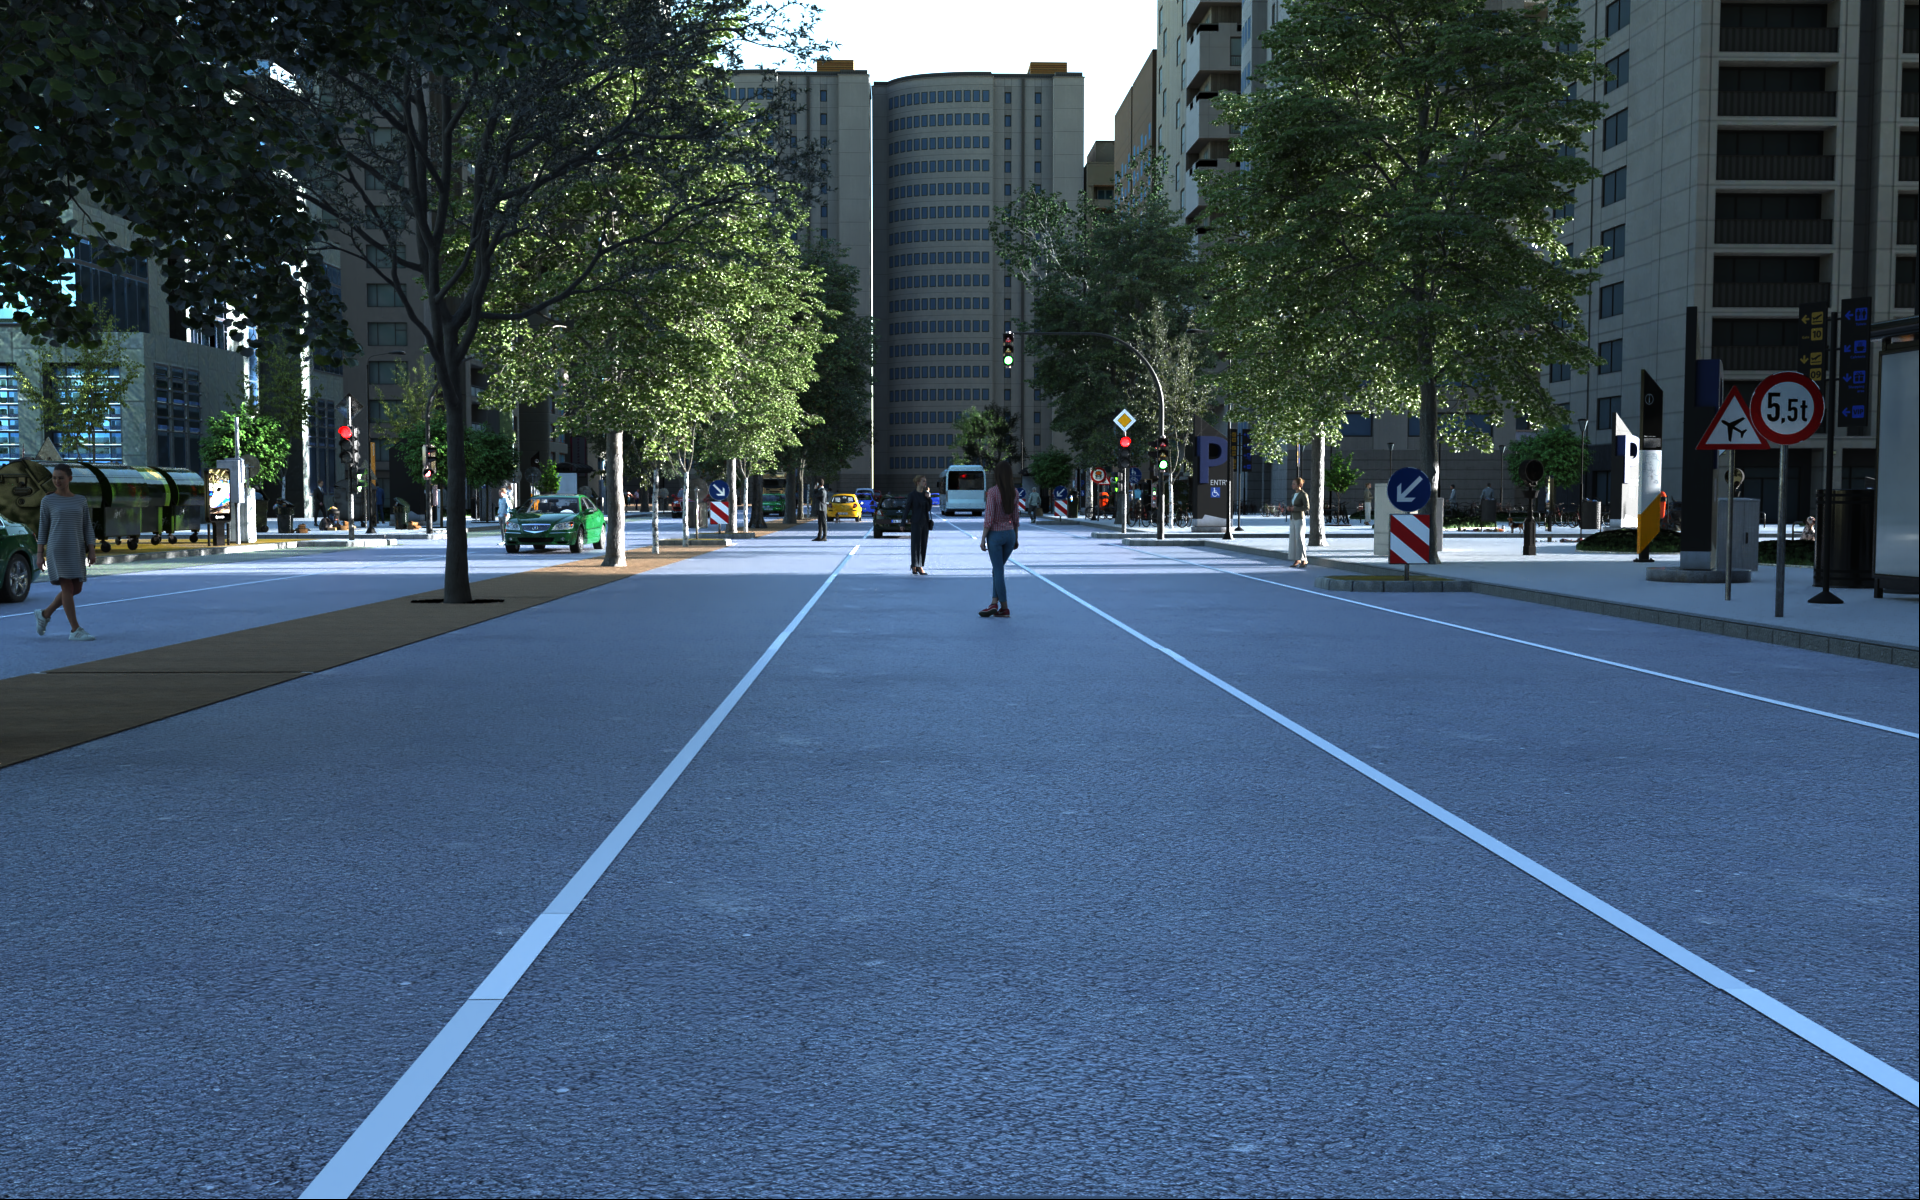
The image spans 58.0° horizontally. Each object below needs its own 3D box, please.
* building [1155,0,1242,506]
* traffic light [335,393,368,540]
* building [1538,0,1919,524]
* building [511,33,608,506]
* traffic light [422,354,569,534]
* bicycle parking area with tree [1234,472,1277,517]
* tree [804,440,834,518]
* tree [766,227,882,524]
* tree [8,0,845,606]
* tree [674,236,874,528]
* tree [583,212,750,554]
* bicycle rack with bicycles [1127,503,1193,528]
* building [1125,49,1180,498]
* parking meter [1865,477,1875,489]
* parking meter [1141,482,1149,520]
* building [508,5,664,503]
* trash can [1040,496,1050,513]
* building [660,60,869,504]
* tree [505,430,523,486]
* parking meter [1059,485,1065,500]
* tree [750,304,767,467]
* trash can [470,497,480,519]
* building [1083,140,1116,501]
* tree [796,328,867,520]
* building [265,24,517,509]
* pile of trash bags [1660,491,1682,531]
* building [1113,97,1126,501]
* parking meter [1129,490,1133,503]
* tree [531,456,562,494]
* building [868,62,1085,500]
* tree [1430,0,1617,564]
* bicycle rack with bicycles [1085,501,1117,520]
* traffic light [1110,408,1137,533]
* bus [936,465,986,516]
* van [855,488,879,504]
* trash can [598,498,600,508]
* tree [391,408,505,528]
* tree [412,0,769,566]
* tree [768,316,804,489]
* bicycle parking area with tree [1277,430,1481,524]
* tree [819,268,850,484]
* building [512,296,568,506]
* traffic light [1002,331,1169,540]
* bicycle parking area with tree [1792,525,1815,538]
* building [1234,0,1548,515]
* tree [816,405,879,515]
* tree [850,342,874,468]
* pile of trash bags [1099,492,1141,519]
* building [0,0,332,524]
[{"bbox_3d":[32.359,-34.396,151.614,28.713,52.752,27.495,0,4,-2],"label":"building"},{"bbox_3d":[-16.906,-3.617,48.057,0.839,4.253,0.868,0,4,-2],"label":"traffic light"},{"bbox_3d":[41.621,-39.329,81.289,20.611,71.187,20.563,0,4,-2],"label":"building"},{"bbox_3d":[-49.034,-34.104,181.305,21.600,48.544,21.300,0,4,-2],"label":"building"},{"bbox_3d":[-15.093,-4.983,56.144,4.771,5.953,1.251,0,4,-2],"label":"traffic light"},{"bbox_3d":[21.732,-6.792,98.046,8.231,4.147,9.016,3,5,45],"label":"bicycle parking area with tree"},{"bbox_3d":[-9.082,-9.205,103.327,4.360,8.622,3.978,0,3,0],"label":"tree"},{"bbox_3d":[-8.175,-10.619,82.737,9.857,13.997,8.962,0,3,0],"label":"tree"},{"bbox_3d":[-6.553,-6.688,22.168,12.009,13.543,11.850,0,3,0],"label":"tree"},{"bbox_3d":[-8.463,-9.328,71.977,9.611,12.733,9.660,0,3,0],"label":"tree"},{"bbox_3d":[-7.299,-5.415,41.357,4.360,8.622,3.978,0,3,0],"label":"tree"},{"bbox_3d":[8.128,-3.282,67.044,2.852,0.926,2.925,-1,4,-23],"label":"bicycle rack with bicycles"},{"bbox_3d":[24.870,-31.945,172.405,14.600,45.320,14.200,0,4,-2],"label":"building"},{"bbox_3d":[30.879,-3.240,58.680,0.255,1.863,0.399,-3,4,-37],"label":"parking meter"},{"bbox_3d":[9.026,-4.821,84.532,0.255,1.863,0.399,-1,4,-15],"label":"parking meter"},{"bbox_3d":[-50.876,-48.873,237.326,20.611,71.187,20.563,0,4,-2],"label":"building"},{"bbox_3d":[5.713,-6.427,116.737,0.748,1.137,0.748,0,3,0],"label":"trash can"},{"bbox_3d":[-26.249,-42.579,238.172,28.212,58.520,21.231,0,4,-2],"label":"building"},{"bbox_3d":[-21.130,-5.704,76.967,4.285,4.588,4.351,0,3,0],"label":"tree"},{"bbox_3d":[6.373,-6.266,108.156,0.399,1.863,0.255,1,4,12],"label":"parking meter"},{"bbox_3d":[-7.480,-5.763,47.042,4.360,8.622,3.978,0,3,0],"label":"tree"},{"bbox_3d":[-25.136,-4.797,90.089,0.748,1.137,0.748,0,3,0],"label":"trash can"},{"bbox_3d":[26.895,-37.726,240.519,21.600,48.544,21.300,0,4,-2],"label":"building"},{"bbox_3d":[-8.687,-10.196,94.912,9.928,11.665,9.643,0,3,0],"label":"tree"},{"bbox_3d":[-39.526,-26.673,119.693,14.154,41.232,14.086,0,4,-2],"label":"building"},{"bbox_3d":[24.215,-3.086,60.205,1.912,1.369,3.447,1,4,17],"label":"pile of trash bags"},{"bbox_3d":[24.341,-32.852,187.240,14.600,45.320,14.200,0,4,-2],"label":"building"},{"bbox_3d":[9.737,-5.551,99.172,0.372,1.533,0.369,0,3,0],"label":"parking meter"},{"bbox_3d":[-20.701,-5.690,87.632,1.663,3.219,1.824,0,3,0],"label":"tree"},{"bbox_3d":[2.000,-42.658,239.452,28.212,58.520,21.231,0,4,-2],"label":"building"},{"bbox_3d":[8.188,-6.929,31.418,7.486,12.596,7.792,0,3,0],"label":"tree"},{"bbox_3d":[7.531,-4.547,87.722,2.925,0.926,2.852,3,4,38],"label":"bicycle rack with bicycles"},{"bbox_3d":[5.366,-4.153,56.827,0.839,4.253,0.868,0,4,-2],"label":"traffic light"},{"bbox_3d":[0.071,-7.452,116.695,2.948,3.499,13.247,0,4,-3],"label":"bus"},{"bbox_3d":[-6.800,-7.175,124.325,2.013,2.044,4.112,0,4,-2],"label":"van"},{"bbox_3d":[-24.534,-6.462,117.311,0.748,1.137,0.748,0,3,0],"label":"trash can"},{"bbox_3d":[-19.777,-5.011,65.651,4.285,4.588,4.351,0,3,0],"label":"tree"},{"bbox_3d":[-6.945,-6.957,34.331,7.486,12.596,7.792,0,3,0],"label":"tree"},{"bbox_3d":[-8.078,-6.863,65.038,4.360,8.622,3.978,0,3,0],"label":"tree"},{"bbox_3d":[19.059,-5.532,77.455,8.231,4.147,9.016,0,4,3],"label":"bicycle parking area with tree"},{"bbox_3d":[-7.842,-8.438,58.551,7.486,12.596,7.792,0,3,0],"label":"tree"},{"bbox_3d":[-49.644,-18.355,145.141,27.650,21.520,28.899,0,4,-2],"label":"building"},{"bbox_3d":[3.554,-4.524,48.633,4.771,5.953,1.251,0,4,-2],"label":"traffic light"},{"bbox_3d":[24.484,-3.262,40.339,8.231,4.147,9.016,0,4,3],"label":"bicycle parking area with tree"},{"bbox_3d":[29.850,-35.218,117.809,21.231,58.520,28.212,0,4,-2],"label":"building"},{"bbox_3d":[-9.612,-11.011,116.899,8.767,10.594,7.601,0,4,-2],"label":"tree"},{"bbox_3d":[-9.318,-11.537,109.214,7.486,12.596,7.792,0,3,0],"label":"tree"},{"bbox_3d":[8.683,-4.963,90.901,3.447,1.369,1.912,-2,4,-30],"label":"pile of trash bags"},{"bbox_3d":[-44.144,-47.039,81.762,22.319,86.520,31.000,0,4,-2],"label":"building"}]
